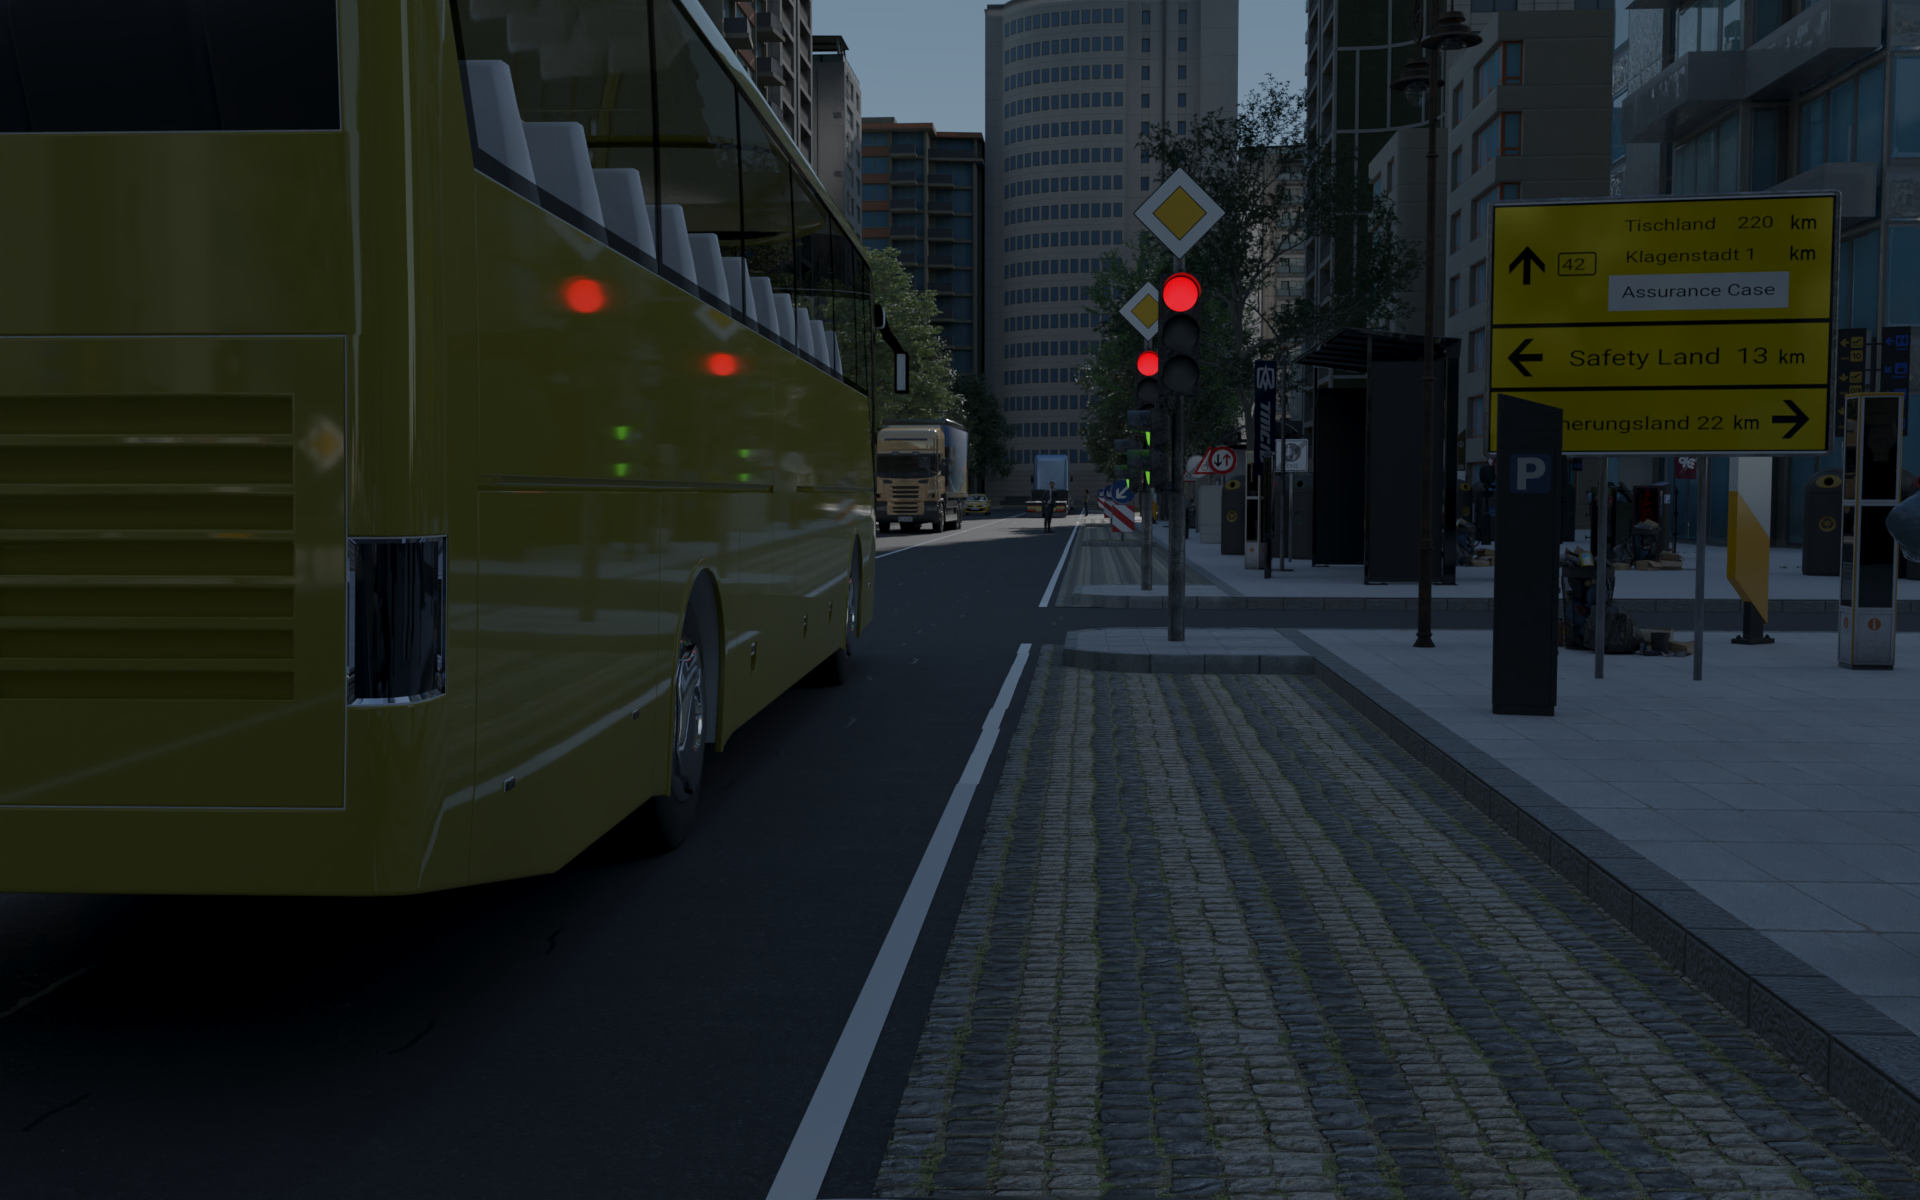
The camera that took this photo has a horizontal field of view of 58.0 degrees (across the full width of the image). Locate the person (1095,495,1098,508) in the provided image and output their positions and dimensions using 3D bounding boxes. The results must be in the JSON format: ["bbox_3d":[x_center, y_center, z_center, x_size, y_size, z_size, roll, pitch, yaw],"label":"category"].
[{"bbox_3d":[13.282,-9.580,165.851,1.217,1.743,0.721,1,4,22],"label":"person"}]

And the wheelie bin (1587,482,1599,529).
[{"bbox_3d":[16.490,-2.228,44.344,0.980,1.594,0.693,-2,4,-33],"label":"wheelie bin"}]

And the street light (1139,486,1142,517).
[{"bbox_3d":[10.165,-7.609,97.197,0.468,5.910,1.993,0,4,4],"label":"street light"}]

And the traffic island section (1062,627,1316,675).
[{"bbox_3d":[1.912,0.436,15.145,2.009,0.180,2.903,0,4,4],"label":"traffic island section"}]

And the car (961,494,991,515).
[{"bbox_3d":[1.132,-6.558,117.449,2.015,1.641,3.980,0,4,4],"label":"car"}]

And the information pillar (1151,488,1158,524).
[{"bbox_3d":[8.293,-5.071,74.258,0.183,3.616,0.504,-2,4,-24],"label":"information pillar"}]

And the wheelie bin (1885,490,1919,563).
[{"bbox_3d":[2.979,0.204,4.573,0.980,1.594,0.693,1,4,22],"label":"wheelie bin"}]

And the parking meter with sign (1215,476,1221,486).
[{"bbox_3d":[11.471,-4.833,75.282,1.738,3.016,0.543,-1,4,-15],"label":"parking meter with sign"}]

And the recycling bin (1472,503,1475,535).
[{"bbox_3d":[14.118,-2.243,49.223,0.722,1.027,0.722,-1,4,-17],"label":"recycling bin"}]

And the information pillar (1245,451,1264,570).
[{"bbox_3d":[5.052,-1.526,29.435,0.304,2.012,0.304,3,5,44],"label":"information pillar"}]

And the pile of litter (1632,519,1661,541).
[{"bbox_3d":[11.721,-0.939,29.322,1.719,0.858,1.176,1,4,21],"label":"pile of litter"}]

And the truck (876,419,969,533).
[{"bbox_3d":[-1.447,-4.784,67.127,2.839,4.237,11.283,0,4,6],"label":"truck"}]

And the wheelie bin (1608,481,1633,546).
[{"bbox_3d":[16.246,-2.123,42.619,0.693,1.594,0.980,2,4,26],"label":"wheelie bin"}]

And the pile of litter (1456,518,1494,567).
[{"bbox_3d":[9.334,-1.055,31.222,1.719,0.858,1.176,-3,5,-44],"label":"pile of litter"}]

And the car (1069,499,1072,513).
[{"bbox_3d":[7.416,-7.352,129.988,2.009,1.686,4.222,0,4,6],"label":"car"}]

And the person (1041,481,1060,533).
[{"bbox_3d":[3.341,-3.422,63.816,0.648,1.900,0.474,-3,4,-36],"label":"person"}]

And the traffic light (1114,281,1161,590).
[{"bbox_3d":[2.471,-2.084,22.996,0.839,4.253,0.868,0,4,4],"label":"traffic light"}]

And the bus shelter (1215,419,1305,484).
[{"bbox_3d":[8.451,-3.384,49.249,2.014,3.302,5.546,0,4,4],"label":"bus shelter"}]

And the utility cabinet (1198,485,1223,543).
[{"bbox_3d":[6.804,-2.202,44.684,1.173,1.500,0.318,2,4,35],"label":"utility cabinet"}]

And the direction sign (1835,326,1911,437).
[{"bbox_3d":[12.415,-1.934,23.622,0.876,3.537,0.379,2,4,28],"label":"direction sign"}]

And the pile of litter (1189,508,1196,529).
[{"bbox_3d":[8.850,-3.092,64.527,1.176,0.858,1.719,0,4,-2],"label":"pile of litter"}]

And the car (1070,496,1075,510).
[{"bbox_3d":[9.339,-8.832,156.764,2.083,1.381,4.827,0,4,5],"label":"car"}]

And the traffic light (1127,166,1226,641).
[{"bbox_3d":[1.873,-1.597,15.034,0.839,4.253,0.868,0,4,4],"label":"traffic light"}]

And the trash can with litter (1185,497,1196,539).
[{"bbox_3d":[6.319,-2.316,49.251,0.624,1.170,1.055,1,4,10],"label":"trash can with litter"}]

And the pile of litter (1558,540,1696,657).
[{"bbox_3d":[5.403,-0.029,14.432,1.176,0.858,1.719,0,4,-4],"label":"pile of litter"}]

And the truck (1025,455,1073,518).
[{"bbox_3d":[5.812,-7.523,112.758,2.967,4.110,18.799,0,4,4],"label":"truck"}]

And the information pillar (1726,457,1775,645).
[{"bbox_3d":[6.738,-1.429,14.719,0.504,3.616,0.183,-2,4,-32],"label":"information pillar"}]

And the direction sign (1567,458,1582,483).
[{"bbox_3d":[20.526,-4.057,58.322,0.876,3.537,0.379,-1,4,-8],"label":"direction sign"}]

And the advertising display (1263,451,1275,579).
[{"bbox_3d":[4.743,-1.307,26.584,0.123,1.923,0.974,1,4,13],"label":"advertising display"}]

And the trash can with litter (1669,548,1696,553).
[{"bbox_3d":[15.446,-1.687,38.640,1.678,1.210,2.233,1,4,17],"label":"trash can with litter"}]

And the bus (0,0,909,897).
[{"bbox_3d":[-2.164,-1.117,9.810,2.896,3.916,12.252,0,4,2],"label":"bus"}]

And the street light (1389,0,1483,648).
[{"bbox_3d":[3.897,-2.543,14.363,0.468,5.910,1.993,0,4,4],"label":"street light"}]

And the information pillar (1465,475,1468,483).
[{"bbox_3d":[18.998,-3.730,65.484,0.304,2.012,0.304,2,4,35],"label":"information pillar"}]

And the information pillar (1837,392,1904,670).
[{"bbox_3d":[6.665,-0.501,12.688,0.304,2.012,0.304,1,4,8],"label":"information pillar"}]

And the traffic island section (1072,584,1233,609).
[{"bbox_3d":[2.510,-0.051,23.107,2.009,0.180,2.903,0,4,4],"label":"traffic island section"}]

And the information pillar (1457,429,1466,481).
[{"bbox_3d":[17.945,-4.339,62.290,0.504,3.616,0.183,3,5,39],"label":"information pillar"}]

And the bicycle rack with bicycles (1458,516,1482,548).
[{"bbox_3d":[10.769,-1.673,40.732,2.925,0.926,2.852,0,4,6],"label":"bicycle rack with bicycles"}]

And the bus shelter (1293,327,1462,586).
[{"bbox_3d":[6.465,-2.209,27.396,1.731,3.624,6.357,0,4,4],"label":"bus shelter"}]

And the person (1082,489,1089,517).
[{"bbox_3d":[7.919,-6.139,109.586,0.721,1.735,1.217,-1,4,-11],"label":"person"}]
